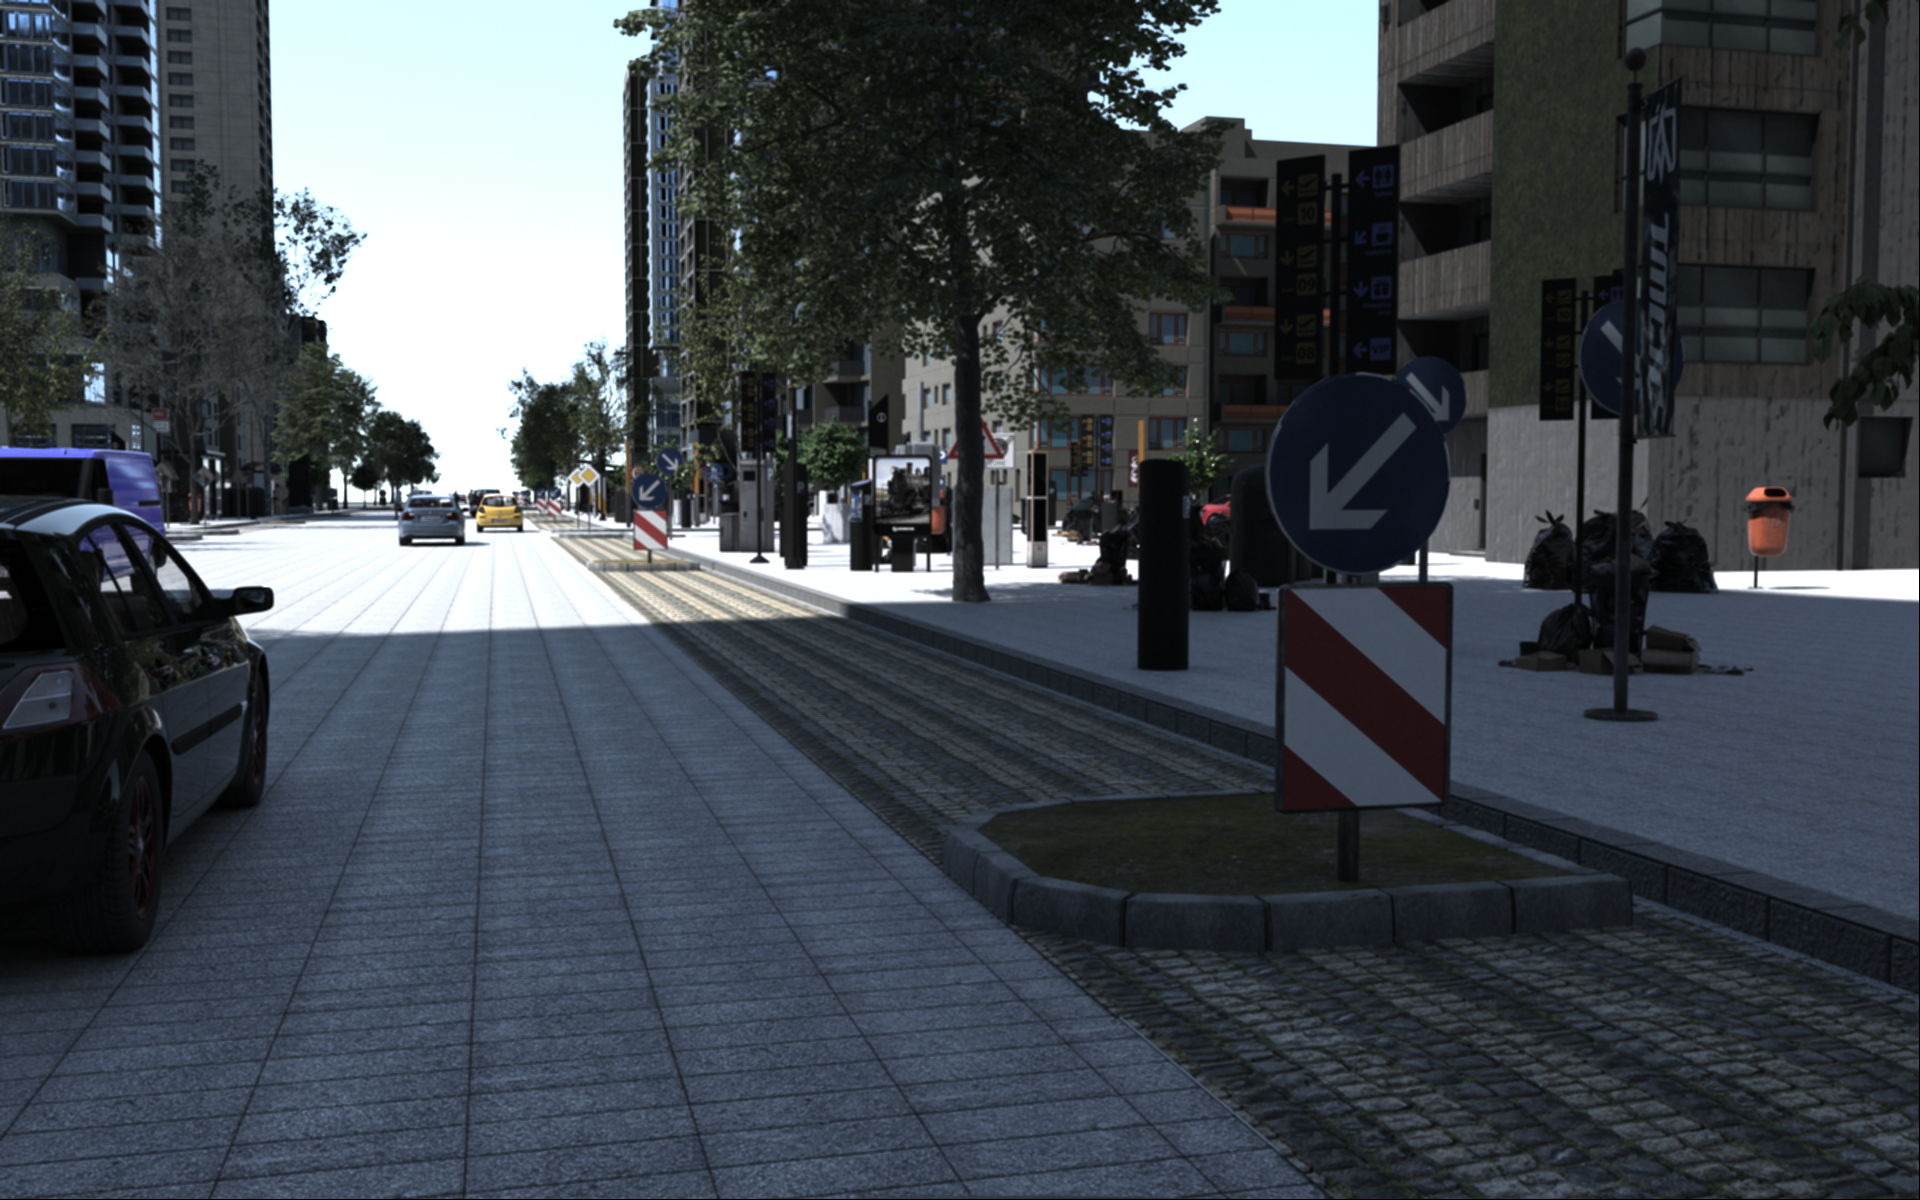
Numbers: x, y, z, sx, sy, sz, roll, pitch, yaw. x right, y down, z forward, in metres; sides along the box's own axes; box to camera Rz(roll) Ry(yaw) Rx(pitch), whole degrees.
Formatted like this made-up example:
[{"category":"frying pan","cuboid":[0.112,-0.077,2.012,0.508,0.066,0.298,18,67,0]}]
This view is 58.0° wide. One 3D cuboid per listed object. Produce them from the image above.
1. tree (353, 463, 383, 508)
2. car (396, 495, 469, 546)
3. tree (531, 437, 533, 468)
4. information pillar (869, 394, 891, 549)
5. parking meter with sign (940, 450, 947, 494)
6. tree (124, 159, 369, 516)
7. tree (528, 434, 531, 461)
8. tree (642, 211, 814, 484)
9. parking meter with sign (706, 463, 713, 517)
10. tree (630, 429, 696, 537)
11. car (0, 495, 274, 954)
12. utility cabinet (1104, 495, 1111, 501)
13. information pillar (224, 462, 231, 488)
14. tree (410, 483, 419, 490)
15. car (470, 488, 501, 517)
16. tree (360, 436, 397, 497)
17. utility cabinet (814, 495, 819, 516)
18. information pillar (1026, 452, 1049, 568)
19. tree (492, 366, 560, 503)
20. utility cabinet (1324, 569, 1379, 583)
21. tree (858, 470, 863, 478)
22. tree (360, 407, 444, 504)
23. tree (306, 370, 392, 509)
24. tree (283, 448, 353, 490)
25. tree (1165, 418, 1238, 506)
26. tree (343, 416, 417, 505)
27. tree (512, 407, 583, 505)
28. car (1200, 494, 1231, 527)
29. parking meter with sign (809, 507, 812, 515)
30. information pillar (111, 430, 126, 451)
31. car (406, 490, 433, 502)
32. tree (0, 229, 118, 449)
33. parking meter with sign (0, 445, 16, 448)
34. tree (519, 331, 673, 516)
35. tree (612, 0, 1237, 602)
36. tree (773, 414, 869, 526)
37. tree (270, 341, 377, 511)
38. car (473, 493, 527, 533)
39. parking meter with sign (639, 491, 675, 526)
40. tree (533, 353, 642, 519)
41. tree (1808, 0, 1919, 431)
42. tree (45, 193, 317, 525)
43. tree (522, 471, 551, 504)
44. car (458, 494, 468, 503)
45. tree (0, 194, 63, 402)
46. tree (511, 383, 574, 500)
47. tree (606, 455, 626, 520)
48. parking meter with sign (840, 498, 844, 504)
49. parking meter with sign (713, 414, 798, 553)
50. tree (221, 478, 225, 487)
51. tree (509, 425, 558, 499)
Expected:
[{"category":"tree","cuboid":[-56.447,-11.051,164.390,4.285,4.588,4.351,0,3,0]},{"category":"car","cuboid":[-15.001,-2.279,49.271,2.014,1.417,4.499,-1,4,-15]},{"category":"tree","cuboid":[-32.973,-11.937,145.536,4.737,8.622,4.395,0,3,0]},{"category":"information pillar","cuboid":[-1.887,-3.007,40.525,0.504,3.616,0.183,1,4,17]},{"category":"parking meter with sign","cuboid":[-0.805,-4.394,68.109,0.543,3.016,1.738,0,4,2]},{"category":"tree","cuboid":[-40.924,-14.890,99.337,12.611,20.169,13.585,0,3,0]},{"category":"tree","cuboid":[-39.462,-13.257,167.107,4.737,8.622,4.395,0,3,0]},{"category":"tree","cuboid":[-5.405,-5.629,42.402,4.737,8.622,4.395,0,3,0]},{"category":"parking meter with sign","cuboid":[-13.545,-6.184,97.363,0.543,3.016,1.738,2,4,27]},{"category":"tree","cuboid":[-8.646,-3.501,51.847,1.663,3.219,1.824,0,3,0]},{"category":"car","cuboid":[-3.738,0.197,6.567,2.009,1.686,4.222,-1,4,-15]},{"category":"utility cabinet","cuboid":[6.489,-4.016,76.826,0.306,1.237,1.020,-2,4,-25]},{"category":"information pillar","cuboid":[-53.050,-8.204,125.482,0.504,3.616,0.183,1,4,13]},{"category":"tree","cuboid":[-88.660,-20.210,280.802,4.737,8.622,4.395,0,3,0]},{"category":"car","cuboid":[-30.210,-6.250,110.862,2.281,1.827,5.304,-1,4,-14]},{"category":"tree","cuboid":[-67.756,-15.367,201.620,4.360,8.622,3.978,0,3,0]},{"category":"utility cabinet","cuboid":[-8.179,-5.625,103.133,1.020,1.237,0.306,-2,4,-31]},{"category":"information pillar","cuboid":[1.343,-1.566,30.091,0.304,2.012,0.304,-1,4,-16]},{"category":"tree","cuboid":[-62.188,-24.370,254.338,12.611,20.169,13.585,0,3,0]},{"category":"utility cabinet","cuboid":[3.196,-0.182,14.145,0.306,1.237,1.020,0,4,3]},{"category":"tree","cuboid":[-6.287,-6.862,106.797,1.663,3.219,1.824,0,3,0]},{"category":"tree","cuboid":[-74.609,-19.005,227.734,9.611,12.733,9.660,0,3,0]},{"category":"tree","cuboid":[-51.312,-13.385,144.603,9.928,11.665,9.643,0,3,0]},{"category":"tree","cuboid":[-45.790,-8.418,121.344,4.285,4.588,4.351,0,3,0]},{"category":"tree","cuboid":[5.952,-3.028,44.112,1.663,3.219,1.824,0,3,0]},{"category":"tree","cuboid":[-65.429,-15.866,193.823,7.601,10.594,8.767,3,5,45]},{"category":"tree","cuboid":[-46.190,-16.452,194.742,9.928,11.665,9.643,0,3,0]},{"category":"car","cuboid":[10.648,-3.513,66.481,4.494,1.783,2.155,-1,4,-16]},{"category":"parking meter with sign","cuboid":[-9.286,-6.614,104.401,1.738,3.016,0.543,-1,4,-11]},{"category":"information pillar","cuboid":[-30.877,-4.418,63.581,0.504,3.616,0.183,0,4,-3]},{"category":"car","cuboid":[-46.276,-8.552,148.502,2.281,1.827,5.304,-1,4,-13]},{"category":"tree","cuboid":[-25.793,-5.945,47.568,4.737,8.622,4.395,0,3,0]},{"category":"parking meter with sign","cuboid":[-33.607,-3.947,60.796,0.543,3.016,1.738,-1,4,-16]},{"category":"tree","cuboid":[-21.040,-10.111,99.735,8.767,10.594,7.601,-1,4,-19]},{"category":"tree","cuboid":[-0.283,-6.246,20.251,7.486,12.596,7.792,0,3,0]},{"category":"tree","cuboid":[-4.904,-5.215,68.980,4.285,4.588,4.351,0,3,0]},{"category":"tree","cuboid":[-47.243,-12.877,128.663,7.486,12.596,7.792,0,3,0]},{"category":"car","cuboid":[-17.542,-3.413,66.031,2.015,1.641,3.980,-1,4,-15]},{"category":"parking meter with sign","cuboid":[-12.265,-4.498,69.798,0.543,3.016,1.738,2,4,26]},{"category":"tree","cuboid":[-18.952,-8.584,90.704,4.737,8.622,4.395,0,3,0]},{"category":"tree","cuboid":[4.431,-3.411,6.136,4.737,8.622,4.395,0,3,0]},{"category":"tree","cuboid":[-32.053,-9.875,71.832,12.009,13.543,11.850,0,3,0]},{"category":"tree","cuboid":[-56.463,-15.368,234.974,4.285,4.588,4.351,0,3,0]},{"category":"car","cuboid":[-77.452,-15.885,268.758,2.155,1.783,4.494,-1,4,-14]},{"category":"tree","cuboid":[-23.943,-5.603,41.964,4.360,8.622,3.978,0,3,0]},{"category":"tree","cuboid":[-42.128,-15.854,177.337,7.486,12.596,7.792,0,3,0]},{"category":"tree","cuboid":[-16.849,-5.603,86.212,1.663,3.219,1.824,0,3,0]},{"category":"parking meter with sign","cuboid":[-6.143,-5.882,92.437,0.543,3.016,1.738,0,4,3]},{"category":"parking meter with sign","cuboid":[-4.466,-2.556,38.047,1.738,3.016,0.543,1,4,21]},{"category":"tree","cuboid":[-48.901,-7.299,113.940,1.663,3.219,1.824,0,3,0]},{"category":"tree","cuboid":[-67.660,-22.594,276.069,9.857,13.997,8.962,0,3,0]}]
